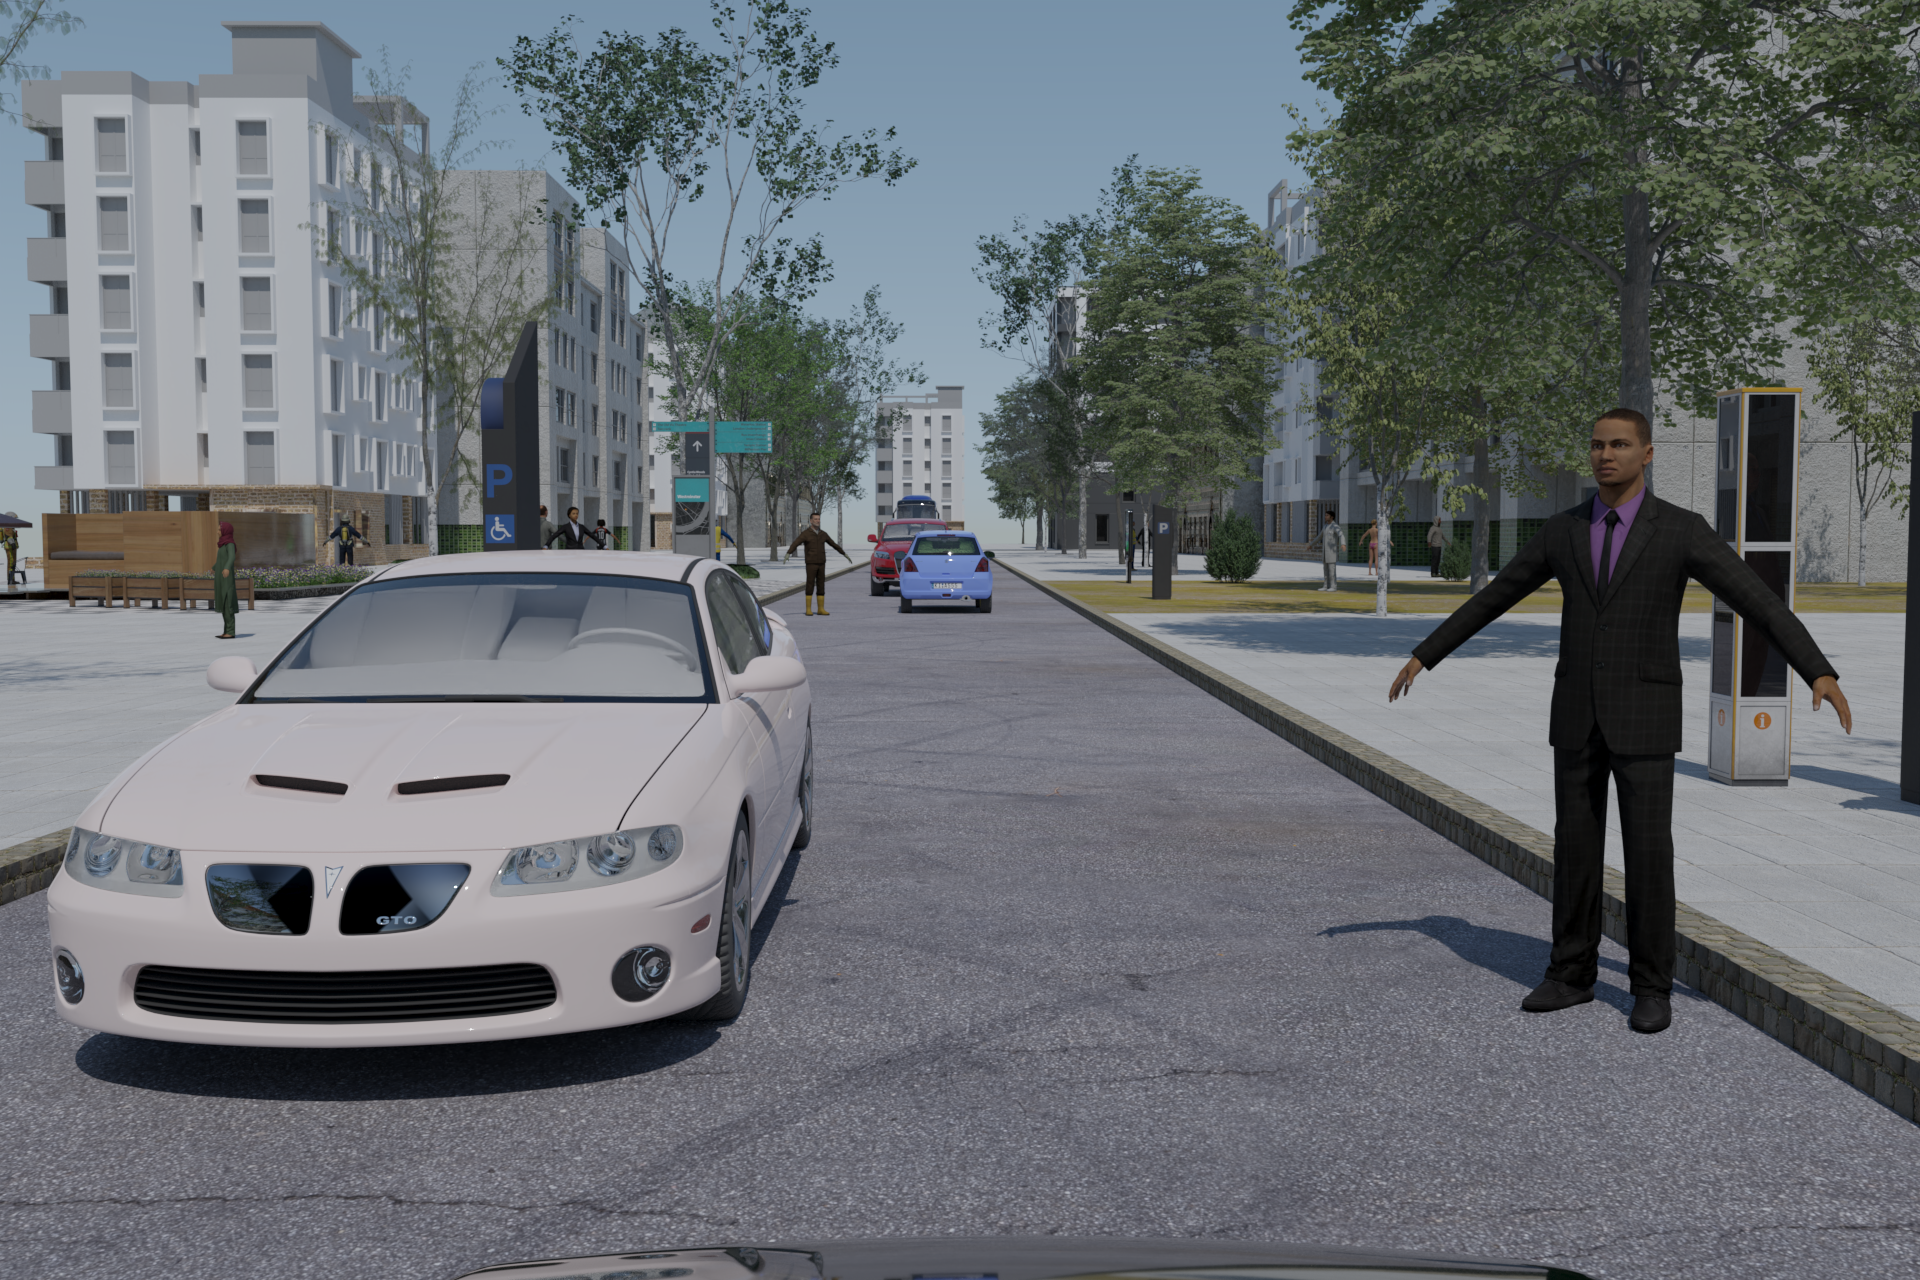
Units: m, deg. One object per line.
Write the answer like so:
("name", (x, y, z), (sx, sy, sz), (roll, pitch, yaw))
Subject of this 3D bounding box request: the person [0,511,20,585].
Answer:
("person", (-24.121, -2.344, 44.087), (0.705, 1.858, 1.354), (-2, 4, -26))

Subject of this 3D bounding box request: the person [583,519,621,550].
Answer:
("person", (-13.006, -3.469, 62.862), (1.345, 1.843, 0.704), (-1, 4, -8))

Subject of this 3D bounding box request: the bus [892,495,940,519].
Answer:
("bus", (-2.721, -7.393, 112.416), (2.896, 3.916, 12.251), (0, 4, 0))

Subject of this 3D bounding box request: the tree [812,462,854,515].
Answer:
("tree", (-18.358, -18.986, 220.785), (12.009, 13.543, 11.850), (0, 3, 0))

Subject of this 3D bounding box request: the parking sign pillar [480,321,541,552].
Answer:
("parking sign pillar", (-5.535, -2.013, 21.385), (1.447, 3.967, 1.447), (0, 4, -1))

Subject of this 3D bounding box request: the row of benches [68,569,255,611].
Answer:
("row of benches", (-13.828, -0.876, 29.793), (4.104, 0.672, 1.422), (2, 4, 28))

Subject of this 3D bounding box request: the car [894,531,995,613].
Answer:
("car", (-0.288, -1.410, 32.647), (1.945, 1.707, 3.694), (0, 4, -2))

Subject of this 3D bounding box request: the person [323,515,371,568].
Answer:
("person", (-18.145, -2.779, 51.208), (1.354, 1.856, 0.705), (-1, 4, -11))

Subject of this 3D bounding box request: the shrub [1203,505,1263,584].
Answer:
("shrub", (7.085, -2.479, 44.958), (1.690, 2.028, 1.600), (0, 3, 0))

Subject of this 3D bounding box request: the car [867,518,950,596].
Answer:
("car", (-1.053, -2.015, 41.611), (2.281, 1.827, 5.304), (0, 3, 0))

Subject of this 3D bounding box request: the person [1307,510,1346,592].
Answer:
("person", (8.234, -1.987, 38.678), (0.705, 1.806, 1.347), (-2, 4, -24))

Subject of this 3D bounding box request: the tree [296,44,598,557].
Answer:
("tree", (-8.516, -4.691, 27.058), (4.360, 8.622, 3.978), (0, 3, 0))

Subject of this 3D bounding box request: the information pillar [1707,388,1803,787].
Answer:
("information pillar", (4.064, -0.268, 8.873), (0.304, 2.012, 0.304), (0, 3, 0))

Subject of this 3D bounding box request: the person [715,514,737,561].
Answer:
("person", (-5.868, -2.116, 41.068), (1.216, 1.772, 0.721), (-1, 4, -23))

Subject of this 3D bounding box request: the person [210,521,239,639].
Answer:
("person", (-9.052, -0.734, 21.212), (0.599, 1.438, 0.989), (-2, 4, -32))

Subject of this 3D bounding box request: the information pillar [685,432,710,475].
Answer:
("information pillar", (-6.492, -3.299, 43.311), (0.750, 3.857, 0.750), (0, 4, 0))

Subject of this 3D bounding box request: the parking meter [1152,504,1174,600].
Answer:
("parking meter", (3.970, -1.723, 33.877), (0.399, 1.863, 0.255), (0, 4, -2))

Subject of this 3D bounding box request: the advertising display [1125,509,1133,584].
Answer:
("advertising display", (4.399, -2.441, 45.131), (0.123, 1.923, 0.974), (0, 3, 0))

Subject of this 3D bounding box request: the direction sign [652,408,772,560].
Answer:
("direction sign", (-5.249, -2.965, 37.240), (2.525, 3.948, 1.411), (0, 4, -1))

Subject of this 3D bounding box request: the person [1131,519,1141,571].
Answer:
("person", (6.011, -3.333, 60.457), (0.705, 1.833, 1.349), (2, 4, 23))

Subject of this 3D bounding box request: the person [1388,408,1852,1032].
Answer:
("person", (1.932, 0.217, 5.138), (1.346, 1.802, 0.704), (3, 5, 41))

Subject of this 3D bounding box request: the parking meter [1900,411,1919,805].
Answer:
("parking meter", (4.731, -0.153, 8.205), (0.399, 1.863, 0.255), (0, 4, 0))

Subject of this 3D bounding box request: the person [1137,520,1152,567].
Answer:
("person", (7.285, -3.769, 67.553), (0.705, 1.837, 1.347), (-2, 4, -34))

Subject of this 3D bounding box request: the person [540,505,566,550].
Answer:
("person", (-7.402, -1.501, 30.820), (1.348, 1.796, 0.705), (1, 4, 19))

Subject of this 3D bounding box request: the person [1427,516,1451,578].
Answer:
("person", (14.054, -2.744, 50.987), (0.705, 1.813, 1.348), (3, 5, 42))

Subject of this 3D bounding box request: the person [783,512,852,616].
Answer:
("person", (-2.527, -1.335, 30.421), (1.346, 1.812, 0.704), (-2, 4, -32))

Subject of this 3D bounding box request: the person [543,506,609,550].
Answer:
("person", (-6.391, -1.353, 28.840), (1.216, 1.740, 0.721), (-2, 4, -31))

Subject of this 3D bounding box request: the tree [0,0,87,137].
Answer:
("tree", (-9.017, -3.775, 12.085), (4.360, 8.622, 3.978), (0, 3, 0))

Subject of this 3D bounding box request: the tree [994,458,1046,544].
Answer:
("tree", (7.919, -18.009, 220.202), (9.928, 11.665, 9.643), (0, 3, 0))

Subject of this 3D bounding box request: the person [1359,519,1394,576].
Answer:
("person", (12.861, -2.862, 53.589), (0.721, 1.733, 1.217), (-3, 5, -43))

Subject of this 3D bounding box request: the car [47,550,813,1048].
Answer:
("car", (-1.588, 0.352, 6.603), (2.083, 1.381, 4.827), (0, 4, -1))

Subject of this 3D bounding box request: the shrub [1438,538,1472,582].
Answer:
("shrub", (13.292, -2.159, 46.409), (1.383, 1.207, 1.383), (0, 3, 0))
